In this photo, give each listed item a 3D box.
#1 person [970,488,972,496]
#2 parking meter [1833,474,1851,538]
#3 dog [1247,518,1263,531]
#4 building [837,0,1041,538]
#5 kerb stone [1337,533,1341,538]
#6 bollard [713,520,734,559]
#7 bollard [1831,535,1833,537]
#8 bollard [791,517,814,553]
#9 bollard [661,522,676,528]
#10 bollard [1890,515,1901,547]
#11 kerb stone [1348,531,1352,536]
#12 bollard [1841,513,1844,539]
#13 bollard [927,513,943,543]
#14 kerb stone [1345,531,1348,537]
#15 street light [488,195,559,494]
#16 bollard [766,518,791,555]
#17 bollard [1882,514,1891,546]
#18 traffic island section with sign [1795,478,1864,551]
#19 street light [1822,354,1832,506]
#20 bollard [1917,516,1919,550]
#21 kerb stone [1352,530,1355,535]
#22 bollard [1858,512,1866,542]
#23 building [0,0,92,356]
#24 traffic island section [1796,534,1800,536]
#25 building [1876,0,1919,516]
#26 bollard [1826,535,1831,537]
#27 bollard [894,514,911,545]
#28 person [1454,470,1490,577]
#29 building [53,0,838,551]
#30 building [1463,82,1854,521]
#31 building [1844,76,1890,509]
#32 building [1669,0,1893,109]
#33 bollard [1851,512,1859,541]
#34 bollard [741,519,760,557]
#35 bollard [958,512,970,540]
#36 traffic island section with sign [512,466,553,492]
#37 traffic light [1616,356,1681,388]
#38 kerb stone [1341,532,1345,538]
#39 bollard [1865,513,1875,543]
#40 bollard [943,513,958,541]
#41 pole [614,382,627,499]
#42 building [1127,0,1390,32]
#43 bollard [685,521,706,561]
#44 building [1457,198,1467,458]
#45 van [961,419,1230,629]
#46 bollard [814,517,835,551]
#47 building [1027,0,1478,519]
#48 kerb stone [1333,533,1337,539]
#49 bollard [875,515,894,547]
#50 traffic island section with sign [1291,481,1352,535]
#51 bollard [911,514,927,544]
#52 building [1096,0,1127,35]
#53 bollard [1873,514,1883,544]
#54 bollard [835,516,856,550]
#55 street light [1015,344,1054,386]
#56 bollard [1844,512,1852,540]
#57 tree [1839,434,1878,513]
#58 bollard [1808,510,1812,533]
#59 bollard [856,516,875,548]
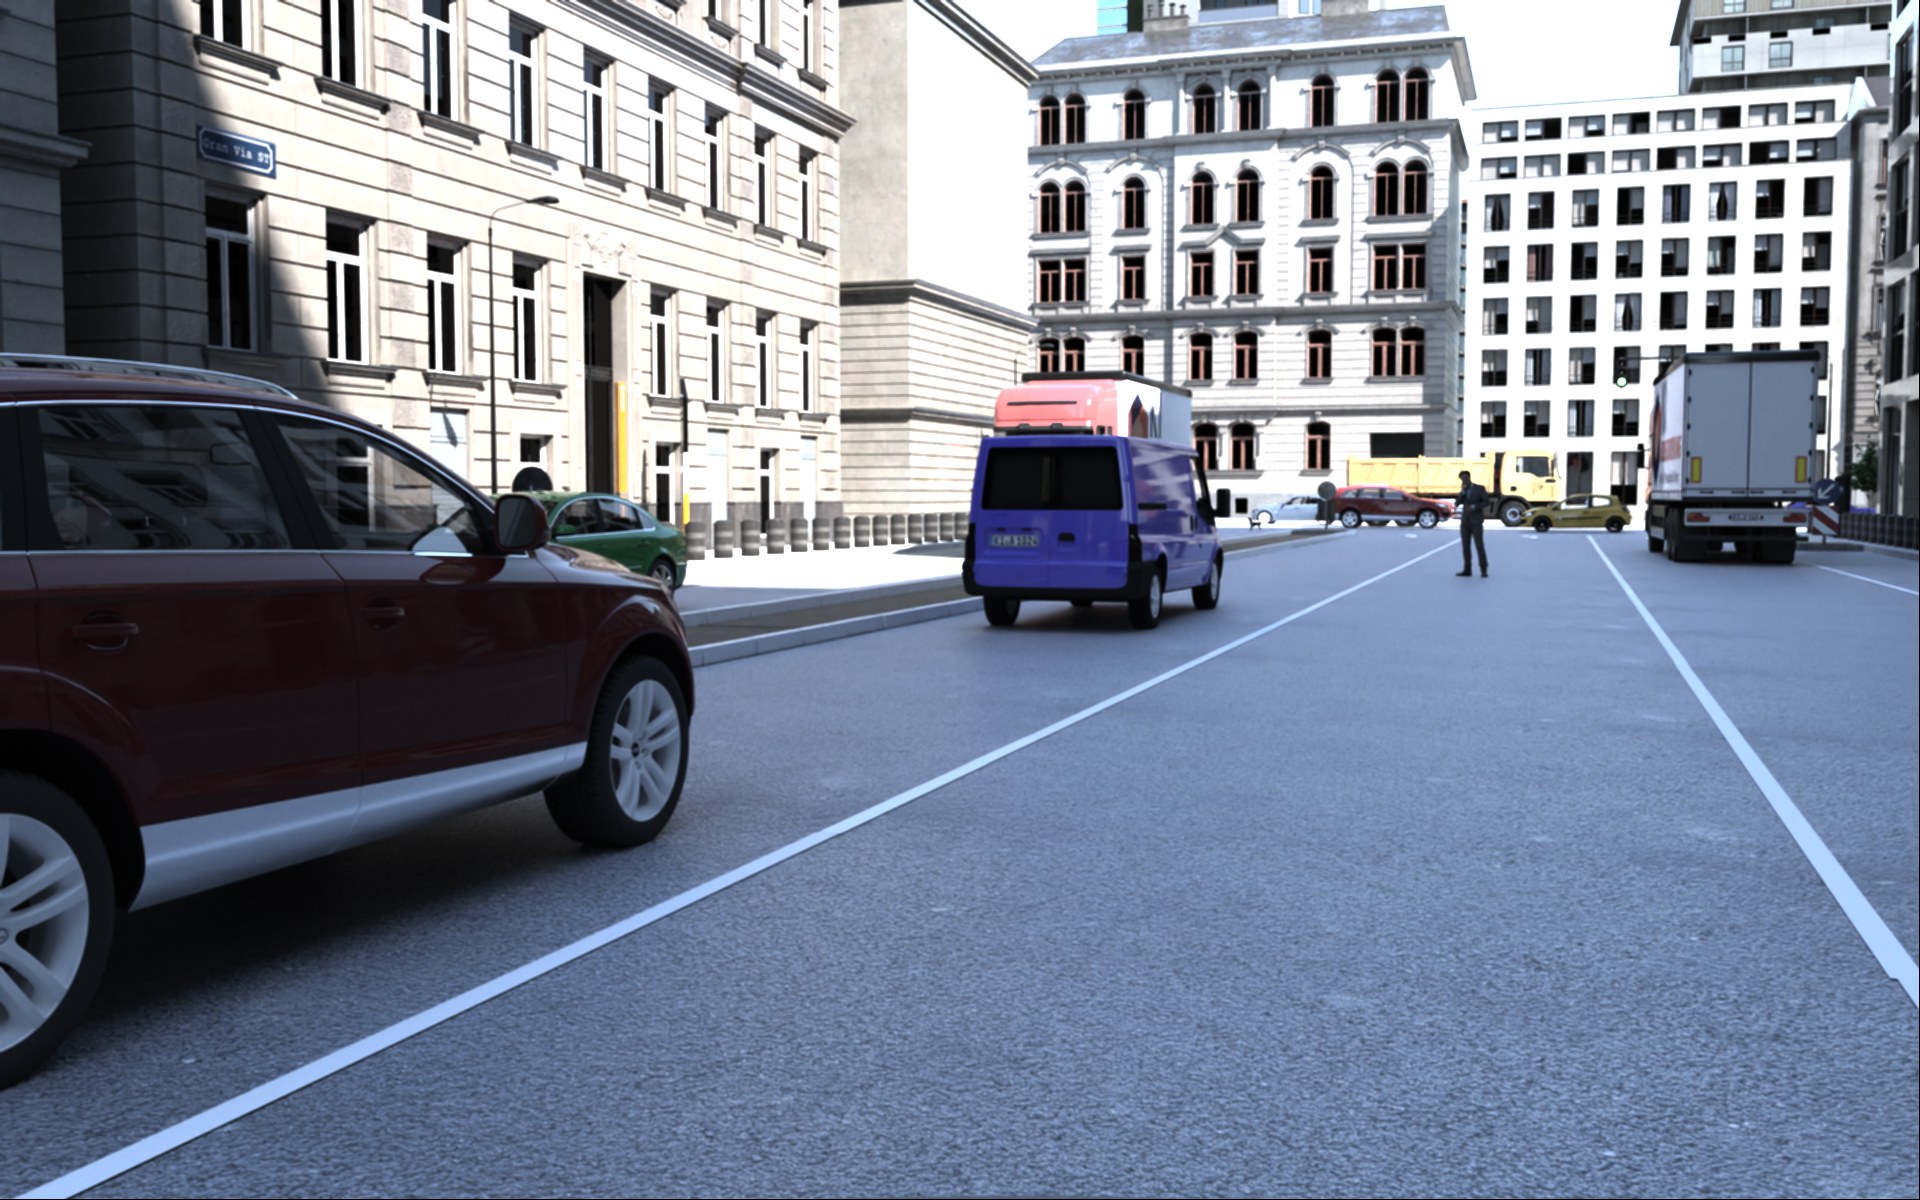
[{"bbox_3d":[0.602,-1.961,41.365,0.742,1.727,0.445,-3,5,-43],"label":"person"},{"bbox_3d":[25.697,-2.739,50.495,0.255,1.863,0.399,-3,4,-36],"label":"parking meter"},{"bbox_3d":[11.556,-2.965,67.773,0.406,0.507,0.540,3,5,45],"label":"dog"},{"bbox_3d":[-15.200,-14.807,61.179,34.723,24.649,14.460,1,4,19],"label":"building"},{"bbox_3d":[12.065,-2.053,55.780,0.120,0.150,1.000,1,4,19],"label":"kerb stone"},{"bbox_3d":[-4.709,-1.209,34.477,0.404,0.777,0.398,0,3,0],"label":"bollard"},{"bbox_3d":[25.992,-2.221,51.027,0.404,0.777,0.398,0,3,0],"label":"bollard"},{"bbox_3d":[-3.519,-1.418,37.901,0.404,0.777,0.398,0,3,0],"label":"bollard"},{"bbox_3d":[-5.486,-1.069,32.203,0.404,0.777,0.398,0,3,0],"label":"bollard"},{"bbox_3d":[22.843,-1.663,41.904,0.404,0.777,0.398,0,3,0],"label":"bollard"},{"bbox_3d":[13.067,-2.232,58.693,0.120,0.150,1.000,1,4,19],"label":"kerb stone"},{"bbox_3d":[25.596,-2.151,49.879,0.404,0.777,0.398,0,3,0],"label":"bollard"},{"bbox_3d":[-0.772,-1.905,45.869,0.404,0.777,0.398,0,3,0],"label":"bollard"},{"bbox_3d":[12.740,-2.173,57.721,0.120,0.150,1.000,1,4,19],"label":"kerb stone"},{"bbox_3d":[-6.892,-3.347,27.261,1.470,5.913,1.316,1,4,19],"label":"street light"},{"bbox_3d":[-3.916,-1.349,36.767,0.404,0.777,0.398,0,3,0],"label":"bollard"},{"bbox_3d":[23.236,-1.732,43.043,0.404,0.777,0.398,0,3,0],"label":"bollard"},{"bbox_3d":[22.000,-2.193,44.484,1.989,1.847,2.006,1,4,19],"label":"traffic island section with sign"},{"bbox_3d":[27.471,-5.101,55.945,1.470,5.913,1.316,1,4,19],"label":"street light"},{"bbox_3d":[22.449,-1.593,40.763,0.404,0.777,0.398,0,3,0],"label":"bollard"},{"bbox_3d":[13.410,-2.291,59.661,0.120,0.150,1.000,1,4,19],"label":"kerb stone"},{"bbox_3d":[24.418,-1.942,46.471,0.404,0.777,0.398,0,3,0],"label":"bollard"},{"bbox_3d":[-20.843,-13.806,13.117,14.401,28.519,23.554,1,4,19],"label":"building"},{"bbox_3d":[26.123,-2.095,56.532,2.009,0.180,2.903,1,4,19],"label":"traffic island section"},{"bbox_3d":[32.473,-14.083,34.773,19.350,26.468,34.151,1,4,19],"label":"building"},{"bbox_3d":[26.384,-2.290,52.165,0.404,0.777,0.398,0,3,0],"label":"bollard"},{"bbox_3d":[-1.562,-1.766,43.592,0.404,0.777,0.398,0,3,0],"label":"bollard"},{"bbox_3d":[8.887,-1.332,30.087,0.447,1.846,0.655,-3,5,-44],"label":"person"},{"bbox_3d":[-12.406,-14.598,35.937,12.463,27.353,25.104,1,4,19],"label":"building"},{"bbox_3d":[34.249,-14.174,86.493,16.860,20.320,10.420,1,4,19],"label":"building"},{"bbox_3d":[50.553,-14.112,79.888,18.267,20.994,9.793,1,4,19],"label":"building"},{"bbox_3d":[85.941,-35.617,171.579,28.713,52.752,27.495,1,4,19],"label":"building"},{"bbox_3d":[24.813,-2.012,47.606,0.404,0.777,0.398,0,3,0],"label":"bollard"},{"bbox_3d":[-4.309,-1.279,35.623,0.404,0.777,0.398,0,3,0],"label":"bollard"},{"bbox_3d":[0.023,-2.045,48.158,0.404,0.777,0.398,0,3,0],"label":"bollard"},{"bbox_3d":[-6.231,-0.936,23.934,1.989,1.847,2.006,1,4,19],"label":"traffic island section with sign"},{"bbox_3d":[24.082,-5.034,56.974,4.771,5.953,1.251,1,4,19],"label":"traffic light"},{"bbox_3d":[12.405,-2.113,56.747,0.120,0.150,1.000,1,4,19],"label":"kerb stone"},{"bbox_3d":[24.026,-1.873,45.334,0.404,0.777,0.398,0,3,0],"label":"bollard"},{"bbox_3d":[-0.373,-1.976,47.023,0.404,0.777,0.398,0,3,0],"label":"bollard"},{"bbox_3d":[-6.219,-2.319,31.762,0.158,3.312,0.155,0,3,0],"label":"pole"},{"bbox_3d":[29.061,-38.211,166.747,21.231,58.520,28.212,1,4,19],"label":"building"},{"bbox_3d":[-5.097,-1.139,33.340,0.404,0.777,0.398,0,3,0],"label":"bollard"},{"bbox_3d":[61.500,-36.482,251.098,28.867,44.769,22.147,1,4,19],"label":"building"},{"bbox_3d":[1.752,-0.970,20.236,2.240,2.365,5.245,1,4,19],"label":"van"},{"bbox_3d":[-3.132,-1.488,39.039,0.404,0.777,0.398,0,3,0],"label":"bollard"},{"bbox_3d":[15.656,-18.812,94.973,23.554,28.519,14.401,1,4,19],"label":"building"},{"bbox_3d":[11.731,-1.994,54.799,0.120,0.150,1.000,1,4,19],"label":"kerb stone"},{"bbox_3d":[-1.949,-1.696,42.450,0.404,0.777,0.398,0,3,0],"label":"bollard"},{"bbox_3d":[12.899,-3.254,61.336,2.006,1.907,1.989,1,4,19],"label":"traffic island section with sign"},{"bbox_3d":[-1.164,-1.835,44.725,0.404,0.777,0.398,0,3,0],"label":"bollard"},{"bbox_3d":[33.091,-57.894,259.244,31.000,86.520,22.319,1,4,19],"label":"building"},{"bbox_3d":[23.636,-1.803,44.198,0.404,0.777,0.398,0,3,0],"label":"bollard"},{"bbox_3d":[-2.732,-1.557,40.178,0.404,0.777,0.398,0,3,0],"label":"bollard"},{"bbox_3d":[2.241,-4.978,53.925,1.470,5.913,1.316,1,4,19],"label":"street light"},{"bbox_3d":[25.208,-2.081,48.741,0.404,0.777,0.398,0,3,0],"label":"bollard"},{"bbox_3d":[29.183,-3.734,55.658,1.663,3.219,1.824,0,3,0],"label":"tree"},{"bbox_3d":[27.567,-2.500,55.590,0.404,0.777,0.398,0,3,0],"label":"bollard"},{"bbox_3d":[-2.340,-1.627,41.314,0.404,0.777,0.398,0,3,0],"label":"bollard"}]
